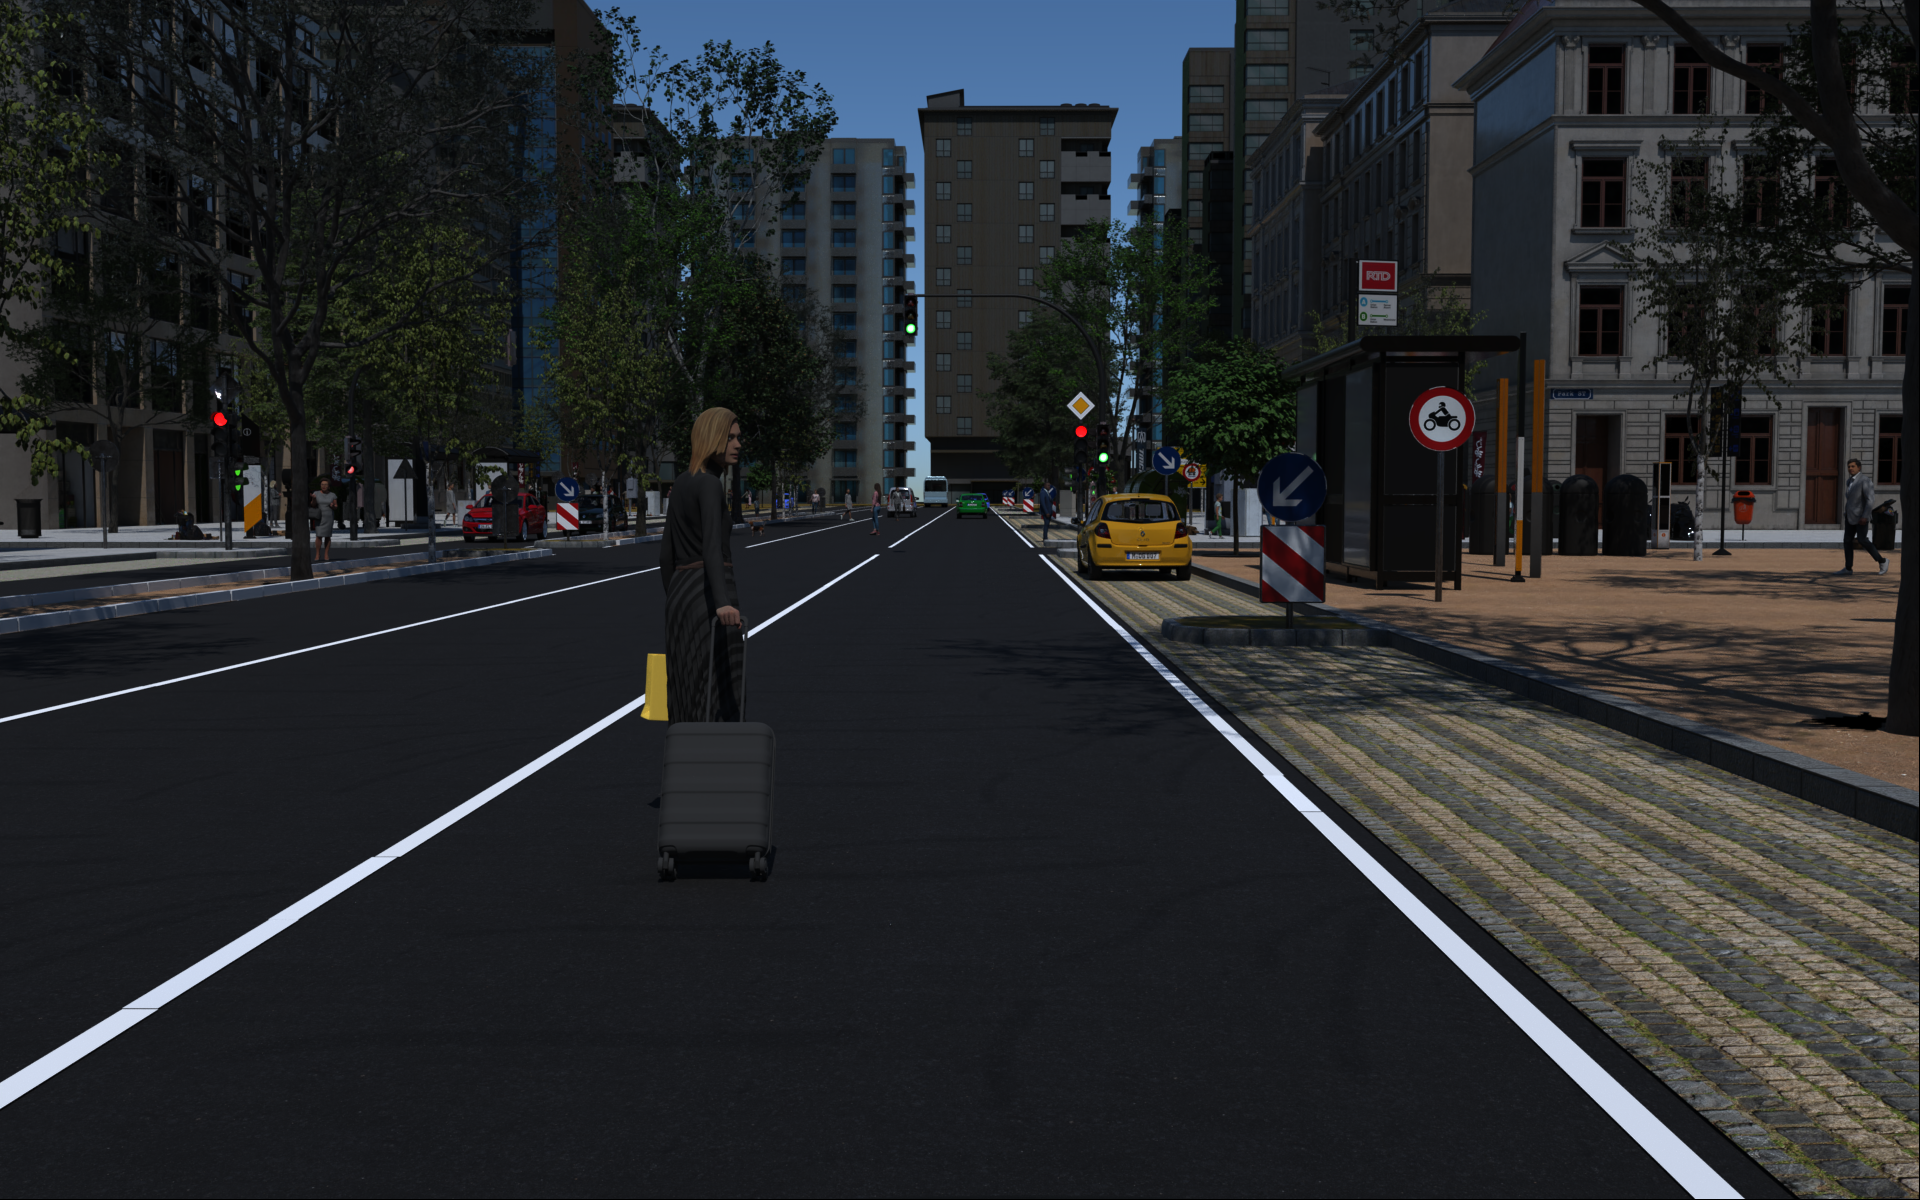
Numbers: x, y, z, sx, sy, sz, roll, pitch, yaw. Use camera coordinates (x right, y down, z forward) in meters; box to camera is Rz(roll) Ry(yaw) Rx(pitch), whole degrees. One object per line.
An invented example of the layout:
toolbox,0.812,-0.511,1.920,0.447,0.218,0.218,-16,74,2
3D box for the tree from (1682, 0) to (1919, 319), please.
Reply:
tree,12.449,-5.263,20.460,7.601,10.594,8.767,1,4,15

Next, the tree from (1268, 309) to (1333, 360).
tree,14.452,-7.078,66.092,4.737,8.622,4.395,0,3,0

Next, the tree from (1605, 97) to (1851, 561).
tree,14.439,-5.058,33.058,4.360,8.622,3.978,0,3,0

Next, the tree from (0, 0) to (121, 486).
tree,-10.857,-4.005,18.301,4.737,8.622,4.395,0,3,0

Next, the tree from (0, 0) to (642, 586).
tree,-10.286,-6.959,26.604,12.009,13.543,11.850,0,3,0

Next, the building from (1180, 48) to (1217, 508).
building,27.552,-29.292,162.526,14.154,41.232,14.086,0,4,1

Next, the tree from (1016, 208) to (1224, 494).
tree,5.944,-8.465,64.159,9.928,11.665,9.643,0,3,0

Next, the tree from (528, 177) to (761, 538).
tree,-10.304,-7.817,56.028,9.928,11.665,9.643,0,3,0

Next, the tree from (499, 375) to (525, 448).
tree,-28.691,-9.511,105.874,4.360,8.622,3.978,0,3,0

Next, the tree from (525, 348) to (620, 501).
tree,-19.096,-8.308,86.202,4.360,8.622,3.978,0,3,0

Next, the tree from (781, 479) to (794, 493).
tree,-17.823,-11.215,177.971,1.663,3.219,1.824,0,3,0

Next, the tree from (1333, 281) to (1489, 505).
tree,16.104,-6.681,59.604,4.737,8.622,4.395,0,3,0

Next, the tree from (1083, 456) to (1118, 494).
tree,6.096,-4.950,75.533,1.663,3.219,1.824,0,3,0

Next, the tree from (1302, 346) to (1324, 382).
tree,16.909,-7.585,74.381,4.360,8.622,3.978,0,3,0

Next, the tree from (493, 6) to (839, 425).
tree,-11.442,-12.841,68.291,12.611,20.169,13.585,0,3,0

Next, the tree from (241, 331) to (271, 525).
tree,-28.857,-7.451,72.189,4.737,8.622,4.395,0,3,0

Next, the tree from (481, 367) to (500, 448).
tree,-28.445,-8.961,96.867,4.360,8.622,3.978,0,3,0

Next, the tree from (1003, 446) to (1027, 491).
tree,6.831,-14.465,186.857,4.737,8.622,4.395,0,3,0

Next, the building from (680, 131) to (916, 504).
building,-21.170,-37.402,231.124,30.456,49.044,23.786,0,4,1

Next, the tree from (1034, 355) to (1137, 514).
tree,6.944,-8.550,90.157,4.360,8.622,3.978,0,3,0

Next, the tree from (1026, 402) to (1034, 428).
tree,6.572,-10.910,128.735,4.360,8.622,3.978,0,3,0

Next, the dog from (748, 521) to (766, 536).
dog,-6.876,-2.413,58.742,0.540,0.507,0.406,-1,4,-23

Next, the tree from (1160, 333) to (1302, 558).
tree,5.763,-3.172,35.581,4.285,4.588,4.351,0,3,0

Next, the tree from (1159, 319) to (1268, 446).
tree,14.196,-9.698,92.977,7.601,10.594,8.767,0,4,4

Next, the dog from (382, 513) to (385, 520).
dog,-28.284,-4.149,84.669,0.540,0.507,0.406,-3,4,-36

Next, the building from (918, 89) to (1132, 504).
building,8.544,-39.436,234.009,27.495,52.752,28.713,0,4,1

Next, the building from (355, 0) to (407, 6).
building,-74.690,-48.395,229.512,20.611,71.187,20.563,0,4,1

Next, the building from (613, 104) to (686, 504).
building,-50.599,-39.442,234.114,27.495,52.752,28.713,0,4,1

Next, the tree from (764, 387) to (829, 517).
tree,-10.410,-9.634,110.333,4.360,8.622,3.978,0,3,0

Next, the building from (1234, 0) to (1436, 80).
building,28.014,-27.566,134.297,14.154,41.232,14.086,0,4,1

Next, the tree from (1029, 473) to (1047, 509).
tree,6.609,-9.423,148.673,1.663,3.219,1.824,0,3,0

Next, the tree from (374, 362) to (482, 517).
tree,-25.220,-7.948,80.314,4.360,8.622,3.978,0,3,0

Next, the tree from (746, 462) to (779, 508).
tree,-18.624,-10.955,162.822,4.285,4.588,4.351,0,3,0

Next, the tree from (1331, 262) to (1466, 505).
tree,14.008,-6.364,54.406,4.360,8.622,3.978,0,3,0

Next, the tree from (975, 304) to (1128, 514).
tree,6.099,-12.613,112.878,9.857,13.997,8.962,0,3,0

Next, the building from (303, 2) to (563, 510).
building,-48.751,-27.079,134.623,32.217,40.220,23.993,0,4,1

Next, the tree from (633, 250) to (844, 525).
tree,-10.334,-9.810,79.852,9.611,12.733,9.660,0,3,0

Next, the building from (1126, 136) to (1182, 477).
building,37.524,-37.408,231.237,30.456,49.044,23.786,0,4,1

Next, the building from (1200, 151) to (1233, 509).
building,27.485,-23.058,148.701,14.160,30.474,14.107,0,4,1

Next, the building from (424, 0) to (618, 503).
building,-38.928,-30.785,153.439,14.600,45.320,14.200,0,4,1

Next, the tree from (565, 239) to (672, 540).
tree,-10.014,-5.864,48.698,4.737,8.622,4.395,0,3,0

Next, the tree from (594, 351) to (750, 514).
tree,-19.530,-10.850,111.806,7.601,10.594,8.767,3,5,41

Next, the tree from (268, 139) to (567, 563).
tree,-10.841,-5.040,35.216,4.737,8.622,4.395,0,3,0

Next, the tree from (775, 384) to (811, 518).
tree,-10.313,-9.078,101.241,4.737,8.622,4.395,0,3,0

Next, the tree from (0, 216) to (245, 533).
tree,-27.551,-7.480,56.711,7.601,10.594,8.767,0,4,-2

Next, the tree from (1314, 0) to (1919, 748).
tree,5.021,-6.023,8.852,12.009,13.543,11.850,0,3,0

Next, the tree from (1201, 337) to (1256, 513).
tree,13.881,-7.975,80.746,4.737,8.622,4.395,0,3,0

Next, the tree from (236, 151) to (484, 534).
tree,-19.089,-8.406,55.565,7.486,12.596,7.792,0,3,0

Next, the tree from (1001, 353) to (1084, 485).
tree,6.843,-13.523,139.220,7.486,12.596,7.792,0,3,0

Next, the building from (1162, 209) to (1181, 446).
building,27.498,-24.797,177.129,14.160,30.474,14.107,0,4,1

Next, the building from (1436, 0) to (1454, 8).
building,58.569,-52.545,171.784,31.000,86.520,22.319,0,4,1
